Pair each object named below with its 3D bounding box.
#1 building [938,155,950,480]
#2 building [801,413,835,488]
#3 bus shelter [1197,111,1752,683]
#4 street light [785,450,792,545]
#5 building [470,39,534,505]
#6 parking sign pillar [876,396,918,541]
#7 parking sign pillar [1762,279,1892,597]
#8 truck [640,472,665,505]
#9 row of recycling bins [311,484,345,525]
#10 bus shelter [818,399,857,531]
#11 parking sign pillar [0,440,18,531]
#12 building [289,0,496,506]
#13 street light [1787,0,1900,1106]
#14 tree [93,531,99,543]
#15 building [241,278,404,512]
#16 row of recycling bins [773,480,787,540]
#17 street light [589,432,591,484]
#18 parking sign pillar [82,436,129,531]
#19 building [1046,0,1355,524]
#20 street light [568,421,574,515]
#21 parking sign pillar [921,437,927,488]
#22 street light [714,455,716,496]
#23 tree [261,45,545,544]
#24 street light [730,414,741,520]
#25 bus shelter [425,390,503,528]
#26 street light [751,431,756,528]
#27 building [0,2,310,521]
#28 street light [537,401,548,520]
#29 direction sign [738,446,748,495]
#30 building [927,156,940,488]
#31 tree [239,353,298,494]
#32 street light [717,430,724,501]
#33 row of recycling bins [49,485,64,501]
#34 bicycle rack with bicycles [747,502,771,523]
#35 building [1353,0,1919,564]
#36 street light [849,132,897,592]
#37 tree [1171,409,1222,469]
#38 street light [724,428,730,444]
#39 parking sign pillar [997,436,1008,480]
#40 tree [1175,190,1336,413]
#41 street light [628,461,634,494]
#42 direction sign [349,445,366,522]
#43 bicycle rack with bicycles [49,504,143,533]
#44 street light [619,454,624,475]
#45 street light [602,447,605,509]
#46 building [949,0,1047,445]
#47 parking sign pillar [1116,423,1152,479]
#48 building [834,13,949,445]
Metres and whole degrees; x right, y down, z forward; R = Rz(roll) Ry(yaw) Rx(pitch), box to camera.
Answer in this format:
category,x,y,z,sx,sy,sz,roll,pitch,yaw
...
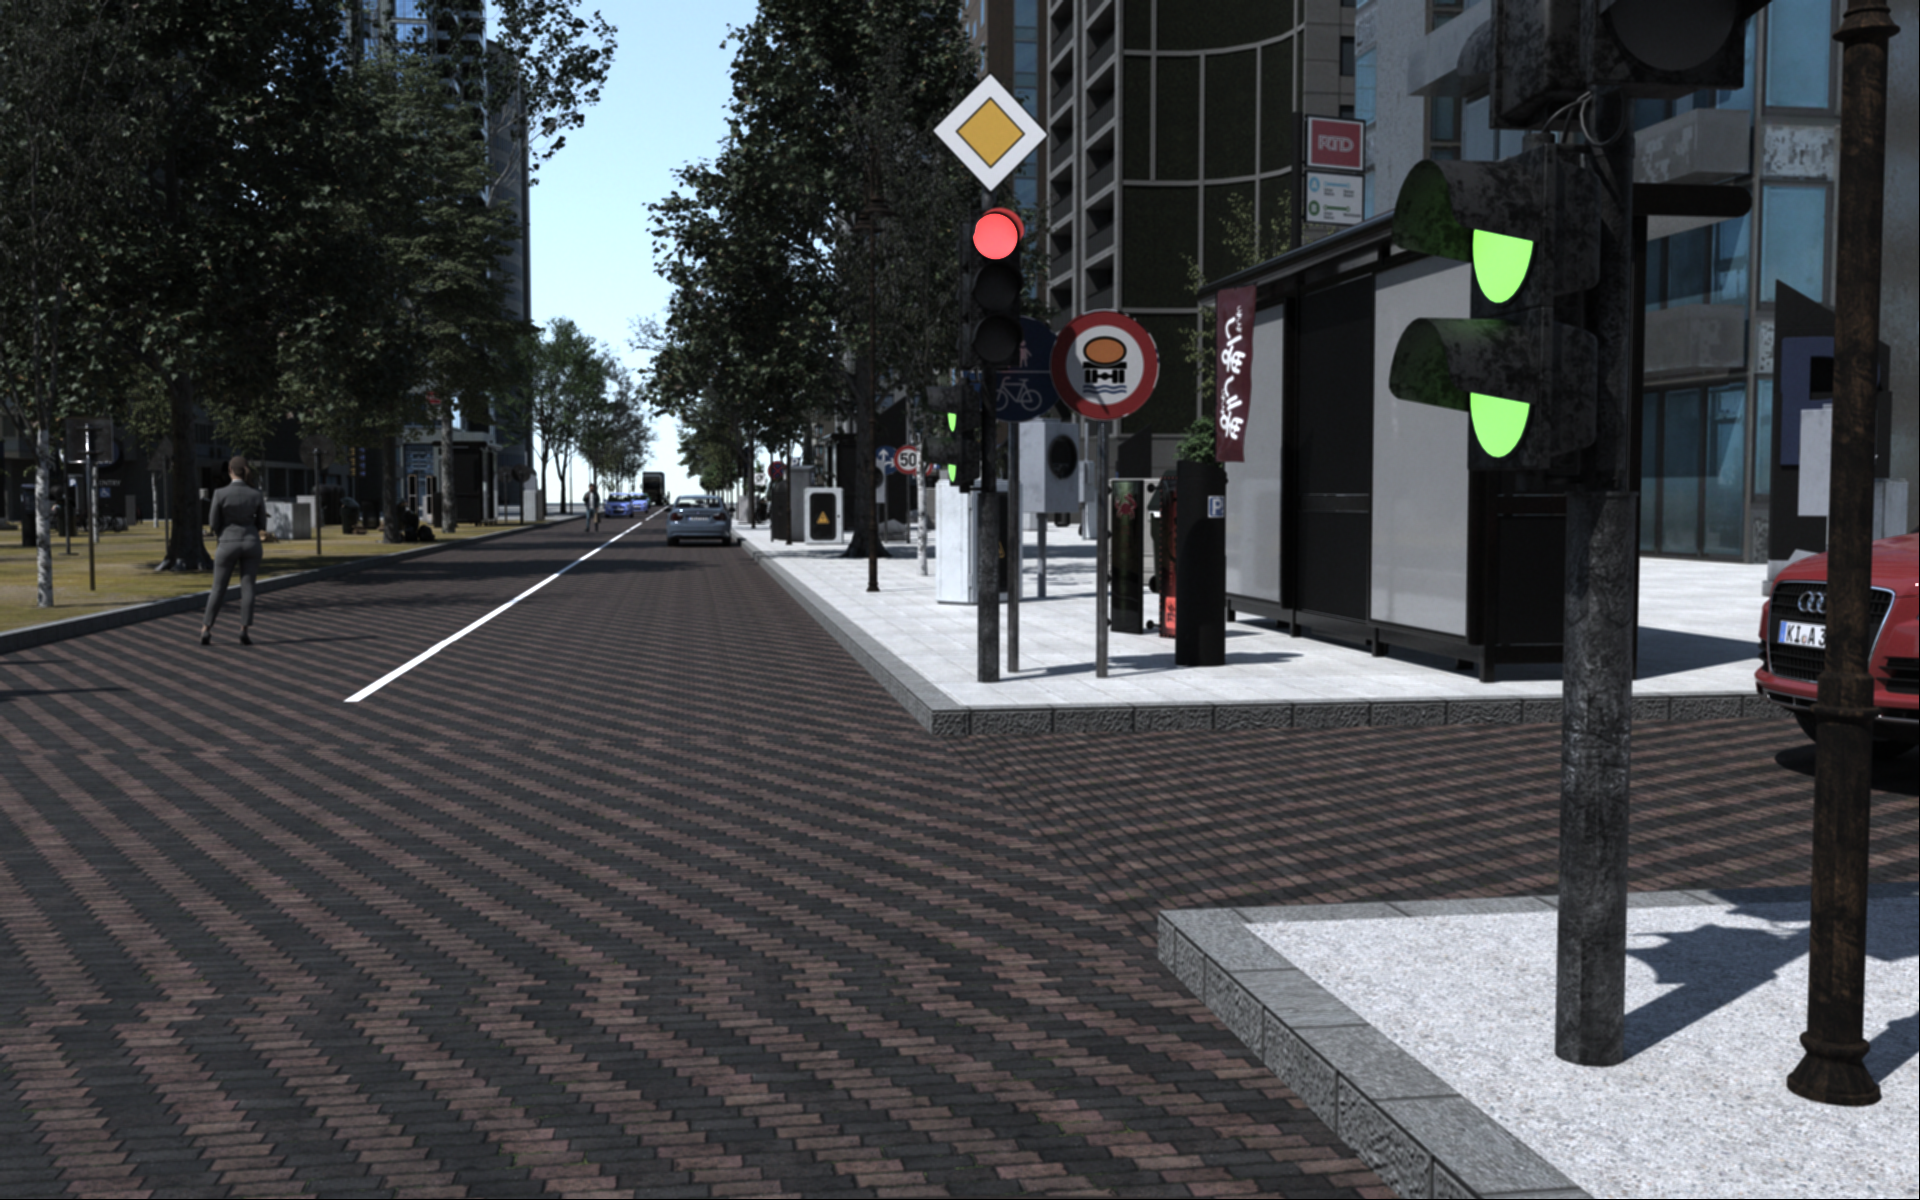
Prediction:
category,x,y,z,sx,sy,sz,roll,pitch,yaw
building,5.230,-21.254,119.212,14.160,30.474,14.107,-1,4,-9
building,-6.665,-23.786,233.946,27.650,21.520,28.899,-1,4,-9
bus shelter,3.682,-2.343,15.936,2.179,5.291,8.768,-1,4,-9
street light,-4.336,-4.339,43.726,0.468,5.910,1.993,-1,4,-9
building,-66.662,-41.508,220.662,21.231,58.520,28.212,-1,4,-9
parking sign pillar,-2.147,-3.613,47.546,1.447,3.967,1.447,-2,4,-24
parking sign pillar,10.810,-2.021,21.518,1.447,3.967,1.447,1,4,20
truck,-39.196,-14.220,221.411,2.839,4.237,11.283,0,4,-8
row of recycling bins,-26.533,-4.023,72.883,1.069,1.692,3.534,-1,4,-9
bus shelter,-4.038,-5.274,63.858,2.179,5.291,8.768,-1,4,-9
parking sign pillar,-34.091,-4.440,61.066,1.447,3.967,1.447,-3,5,-41
building,-62.758,-53.690,190.498,22.319,86.520,31.000,-1,4,-9
street light,1.873,-1.881,3.537,0.468,5.910,1.993,-1,4,-9
tree,-23.075,-5.835,45.765,4.737,8.622,4.395,0,3,0
building,-54.788,-16.708,118.215,27.650,21.520,28.899,-1,4,-9
row of recycling bins,-4.888,-2.606,49.713,1.069,1.692,3.534,0,4,-8
street light,-27.491,-9.533,128.658,0.468,5.910,1.993,-1,4,-9
parking sign pillar,-29.761,-4.387,60.205,1.447,3.967,1.447,-2,4,-28
building,13.908,-39.140,78.184,20.563,71.187,20.611,-1,4,-9
street light,-24.151,-8.236,107.445,0.468,5.910,1.993,-1,4,-9
parking sign pillar,-2.160,-5.519,78.700,1.447,3.967,1.447,1,4,21
street light,-19.511,-10.223,139.936,0.468,5.910,1.993,-1,4,-9
tree,-14.391,-7.718,44.316,7.486,12.596,7.792,0,3,0
street light,-10.995,-6.905,85.683,0.468,5.910,1.993,-1,4,-9
bus shelter,-19.992,-5.639,69.824,2.179,5.291,8.768,-1,4,-9
street light,-7.741,-5.624,64.745,0.468,5.910,1.993,-1,4,-9
building,-52.658,-24.427,91.258,32.217,40.220,23.993,-1,4,-9
street light,-20.764,-6.935,86.168,0.468,5.910,1.993,-1,4,-9
direction sign,-10.319,-5.544,82.641,0.379,3.537,0.876,2,4,29
building,10.622,-27.378,139.508,32.217,40.220,23.993,-1,4,-9
tree,-29.831,-7.508,73.118,4.737,8.622,4.395,0,3,0
street light,-16.289,-8.942,118.992,0.468,5.910,1.993,-1,4,-9
row of recycling bins,-41.099,-4.446,79.810,1.069,1.692,3.534,2,4,31
bicycle rack with bicycles,-8.357,-3.892,77.012,2.852,0.926,2.925,3,5,39
building,25.495,-25.803,41.488,30.456,49.044,23.786,-1,4,-9
street light,-1.144,-3.049,22.645,0.468,5.910,1.993,-1,4,-9
tree,9.373,-4.842,62.883,4.285,4.588,4.351,0,3,0
street light,-12.868,-7.628,97.500,0.468,5.910,1.993,-1,4,-9
parking sign pillar,1.776,-4.711,65.497,1.447,3.967,1.447,2,4,34
tree,7.388,-5.559,41.251,4.737,8.622,4.395,0,3,0
street light,-40.342,-14.575,211.090,0.468,5.910,1.993,-1,4,-9
direction sign,-27.884,-5.395,80.209,0.876,3.537,0.379,1,4,17
bicycle rack with bicycles,-29.036,-2.681,57.223,2.852,0.926,2.925,2,4,35
street light,-36.946,-13.239,189.243,0.468,5.910,1.993,-1,4,-9
street light,-30.783,-10.814,149.590,0.468,5.910,1.993,-1,4,-9
building,7.245,-27.795,104.555,14.600,45.320,14.200,-1,4,-9
parking sign pillar,6.565,-4.712,65.518,1.447,3.967,1.447,-1,4,-11
building,-4.219,-40.462,203.556,21.231,58.520,28.212,-1,4,-9
